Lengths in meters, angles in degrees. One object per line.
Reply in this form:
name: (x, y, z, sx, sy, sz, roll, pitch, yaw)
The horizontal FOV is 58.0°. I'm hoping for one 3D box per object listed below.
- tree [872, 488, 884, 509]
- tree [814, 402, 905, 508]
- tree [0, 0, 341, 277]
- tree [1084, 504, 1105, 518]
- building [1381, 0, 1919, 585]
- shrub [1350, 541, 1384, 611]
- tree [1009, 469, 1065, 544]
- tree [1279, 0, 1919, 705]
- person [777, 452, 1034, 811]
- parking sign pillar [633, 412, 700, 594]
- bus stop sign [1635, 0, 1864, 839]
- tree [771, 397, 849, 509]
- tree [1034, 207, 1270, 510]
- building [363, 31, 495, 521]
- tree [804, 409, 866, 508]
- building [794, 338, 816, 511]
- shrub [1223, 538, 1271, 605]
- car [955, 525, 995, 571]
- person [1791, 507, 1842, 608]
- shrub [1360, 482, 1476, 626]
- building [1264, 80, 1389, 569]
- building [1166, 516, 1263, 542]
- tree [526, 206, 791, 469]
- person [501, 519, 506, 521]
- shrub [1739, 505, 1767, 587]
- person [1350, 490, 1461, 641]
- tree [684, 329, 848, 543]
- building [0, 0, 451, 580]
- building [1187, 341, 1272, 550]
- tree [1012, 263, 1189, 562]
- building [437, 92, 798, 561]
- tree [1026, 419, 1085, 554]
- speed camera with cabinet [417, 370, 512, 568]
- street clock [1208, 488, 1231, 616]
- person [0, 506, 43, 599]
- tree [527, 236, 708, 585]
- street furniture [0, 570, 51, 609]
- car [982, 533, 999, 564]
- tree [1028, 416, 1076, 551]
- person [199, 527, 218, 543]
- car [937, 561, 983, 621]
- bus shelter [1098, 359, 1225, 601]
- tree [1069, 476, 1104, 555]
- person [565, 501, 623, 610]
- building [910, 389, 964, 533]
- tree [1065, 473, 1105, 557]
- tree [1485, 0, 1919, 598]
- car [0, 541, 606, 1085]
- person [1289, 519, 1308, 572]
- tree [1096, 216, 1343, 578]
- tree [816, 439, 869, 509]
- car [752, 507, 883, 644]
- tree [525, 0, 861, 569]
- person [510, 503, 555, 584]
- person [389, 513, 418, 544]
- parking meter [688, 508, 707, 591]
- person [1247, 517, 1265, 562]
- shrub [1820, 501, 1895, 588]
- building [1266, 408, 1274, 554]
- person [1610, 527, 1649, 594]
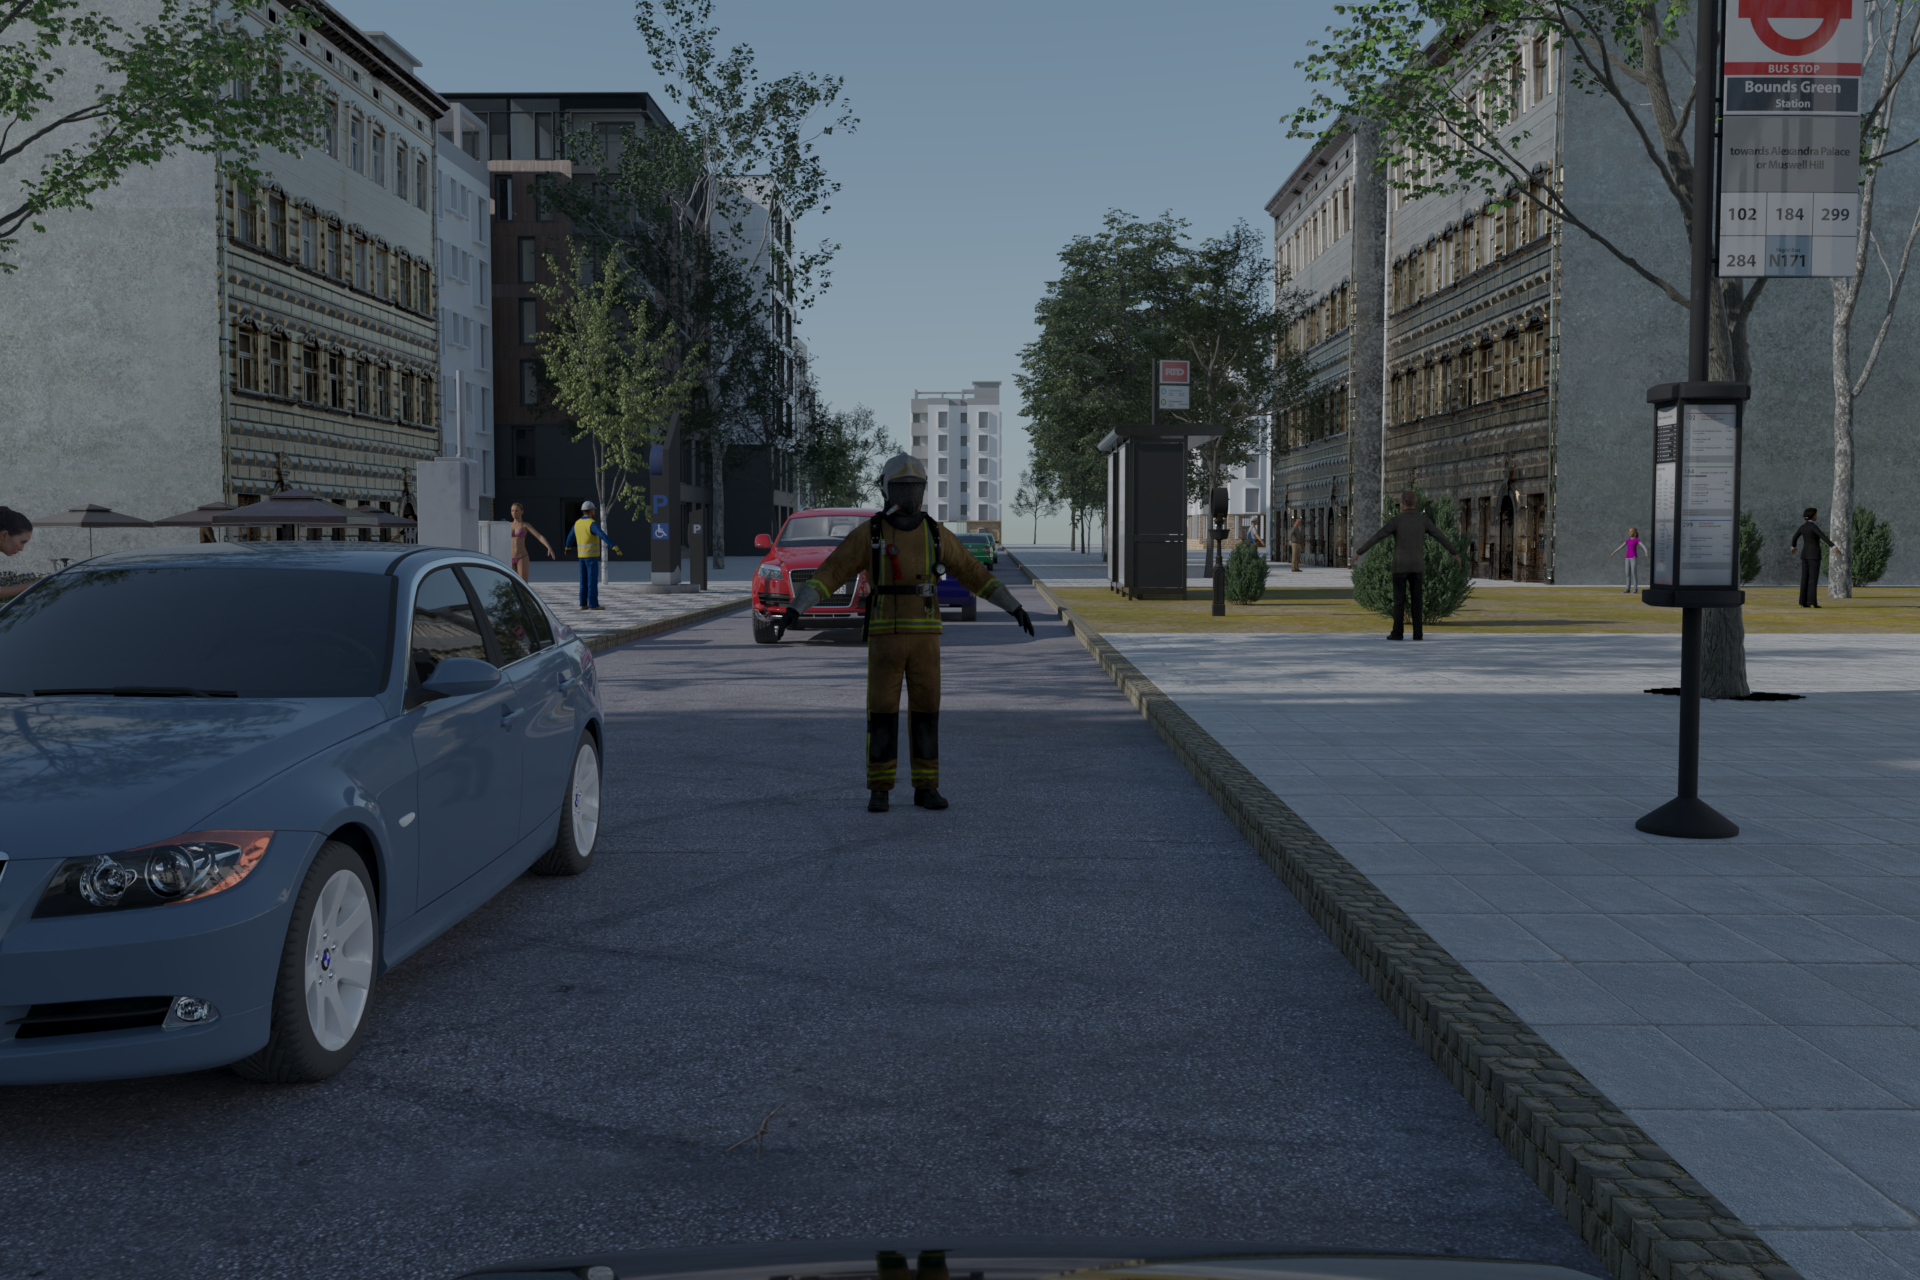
tree: (-8.298, -16.179, 214.884, 4.360, 8.622, 3.978, 0, 3, 0)
tree: (-6.895, -11.418, 121.099, 8.767, 10.594, 7.601, 1, 4, 22)
tree: (-9.228, -5.467, 15.139, 9.928, 11.665, 9.643, 0, 3, 0)
tree: (18.890, -17.476, 220.143, 7.601, 10.594, 8.767, 0, 4, -4)
building: (24.135, -13.501, 51.665, 19.493, 23.208, 18.063, 0, 4, 0)
shrub: (6.974, -1.082, 28.812, 1.383, 1.207, 1.383, 0, 3, 0)
tree: (9.647, -17.208, 215.757, 7.601, 10.594, 8.767, 0, 4, -6)
tree: (5.967, -5.363, 13.448, 9.928, 11.665, 9.643, 0, 3, 0)
person: (-0.287, -0.047, 9.001, 1.354, 1.858, 0.705, -1, 4, -14)
parking sign pillar: (-6.400, -3.010, 37.678, 1.447, 3.967, 1.447, 0, 4, 1)
bus stop sign: (3.361, -1.141, 7.362, 0.855, 3.939, 0.416, 0, 4, 1)
tree: (-7.386, -8.644, 91.689, 4.360, 8.622, 3.978, 0, 3, 0)
tree: (7.268, -9.786, 66.656, 9.857, 13.997, 8.962, 0, 3, 0)
building: (-26.733, -12.863, 66.737, 16.016, 20.090, 11.380, 0, 4, 2)
tree: (-7.690, -9.334, 102.965, 4.737, 8.622, 4.395, 0, 3, 0)
building: (-22.920, -17.659, 155.188, 16.747, 18.905, 31.486, 0, 4, 1)
shrub: (5.117, -1.231, 31.239, 1.383, 1.207, 1.383, 0, 3, 0)
car: (0.430, -3.665, 68.721, 1.959, 1.807, 4.718, 0, 4, 1)
person: (14.824, -1.427, 30.048, 0.721, 1.740, 1.216, -1, 4, -11)
shrub: (6.480, -1.229, 24.519, 1.690, 2.028, 1.600, 0, 3, 0)
building: (23.589, -14.684, 71.013, 19.493, 23.208, 18.063, 0, 4, 1)
building: (26.567, -14.658, 181.808, 9.099, 9.664, 28.070, 0, 4, 1)
tree: (-8.803, -7.088, 50.302, 8.767, 10.594, 7.601, 0, 4, 6)
person: (-15.986, -3.339, 60.713, 1.347, 1.817, 0.704, 0, 4, 0)
shrub: (18.678, -2.325, 42.051, 1.661, 2.075, 1.752, 0, 3, 0)
person: (5.403, -0.901, 20.913, 1.348, 1.807, 0.705, 0, 4, -2)
tree: (-8.263, -8.582, 74.726, 7.601, 10.594, 8.767, 0, 4, 5)
building: (-27.716, -13.538, 52.275, 19.493, 23.208, 18.063, 0, 4, 0)
building: (25.264, -18.324, 156.016, 16.016, 20.090, 11.380, 0, 4, 1)
tree: (6.987, -10.585, 79.720, 9.857, 13.997, 8.962, 0, 3, 0)
building: (-24.734, -15.466, 96.841, 27.936, 21.610, 32.646, 0, 4, 1)
tree: (8.194, -10.964, 113.679, 8.767, 10.594, 7.601, 1, 4, 14)
speed camera with cabinet: (-6.201, -1.675, 21.727, 0.660, 3.252, 2.038, 0, 4, 2)
street clock: (4.042, -1.373, 27.017, 0.358, 2.002, 0.471, 0, 4, 1)
person: (-5.459, -0.015, 9.473, 0.628, 1.438, 0.799, 3, 4, 37)
tree: (-8.747, -5.686, 43.331, 4.737, 8.622, 4.395, 0, 3, 0)
street furniture: (-17.749, -1.354, 28.995, 9.812, 1.723, 11.010, -1, 4, -17)
car: (0.965, -4.677, 85.269, 1.959, 1.807, 4.718, 0, 4, 1)
tree: (8.475, -12.391, 128.352, 9.928, 11.665, 9.643, 0, 3, 0)
person: (-17.240, -2.058, 39.791, 0.704, 1.812, 1.346, -2, 4, -35)
car: (-0.564, -1.058, 29.880, 1.945, 1.354, 3.894, 0, 4, 0)
bus shelter: (4.149, -3.657, 37.429, 2.179, 5.291, 8.768, 0, 4, 1)
tree: (8.070, -9.568, 106.798, 4.737, 8.622, 4.395, 0, 3, 0)
person: (-6.243, -1.423, 29.241, 1.349, 1.833, 0.705, 3, 4, 36)
building: (-5.923, -22.001, 218.588, 11.380, 20.090, 16.016, 0, 4, 3)
tree: (8.293, -9.000, 97.512, 4.360, 8.622, 3.978, 0, 3, 0)
tree: (16.699, -10.836, 33.064, 12.611, 20.169, 13.585, 0, 3, 0)
car: (-2.462, 0.363, 6.071, 2.014, 1.417, 4.499, 0, 4, 1)
person: (11.407, -3.203, 58.643, 0.705, 1.796, 1.348, 3, 4, 36)
tree: (7.600, -7.093, 50.380, 7.601, 10.594, 8.767, -1, 4, -14)
tree: (-16.427, -18.823, 214.417, 9.857, 13.997, 8.962, 0, 3, 0)
car: (-1.643, -0.957, 24.316, 2.281, 1.827, 5.304, 0, 4, 1)
tree: (-9.884, -12.583, 61.619, 12.611, 20.169, 13.585, 0, 3, 0)
person: (-6.458, -1.123, 25.167, 1.217, 1.733, 0.721, 0, 4, 8)
person: (-14.478, -2.422, 45.737, 1.345, 1.843, 0.704, 0, 4, 3)
parking meter: (-5.953, -2.054, 39.302, 0.399, 1.863, 0.255, 0, 4, 3)
person: (9.501, -3.061, 55.897, 0.705, 1.847, 1.347, -1, 4, -11)
shrub: (21.605, -2.309, 41.799, 1.661, 2.075, 1.752, 0, 3, 0)
building: (23.608, -9.438, 96.454, 9.099, 9.664, 28.070, 0, 4, 1)
person: (14.484, -1.723, 37.443, 0.599, 1.433, 0.991, -2, 4, -29)
